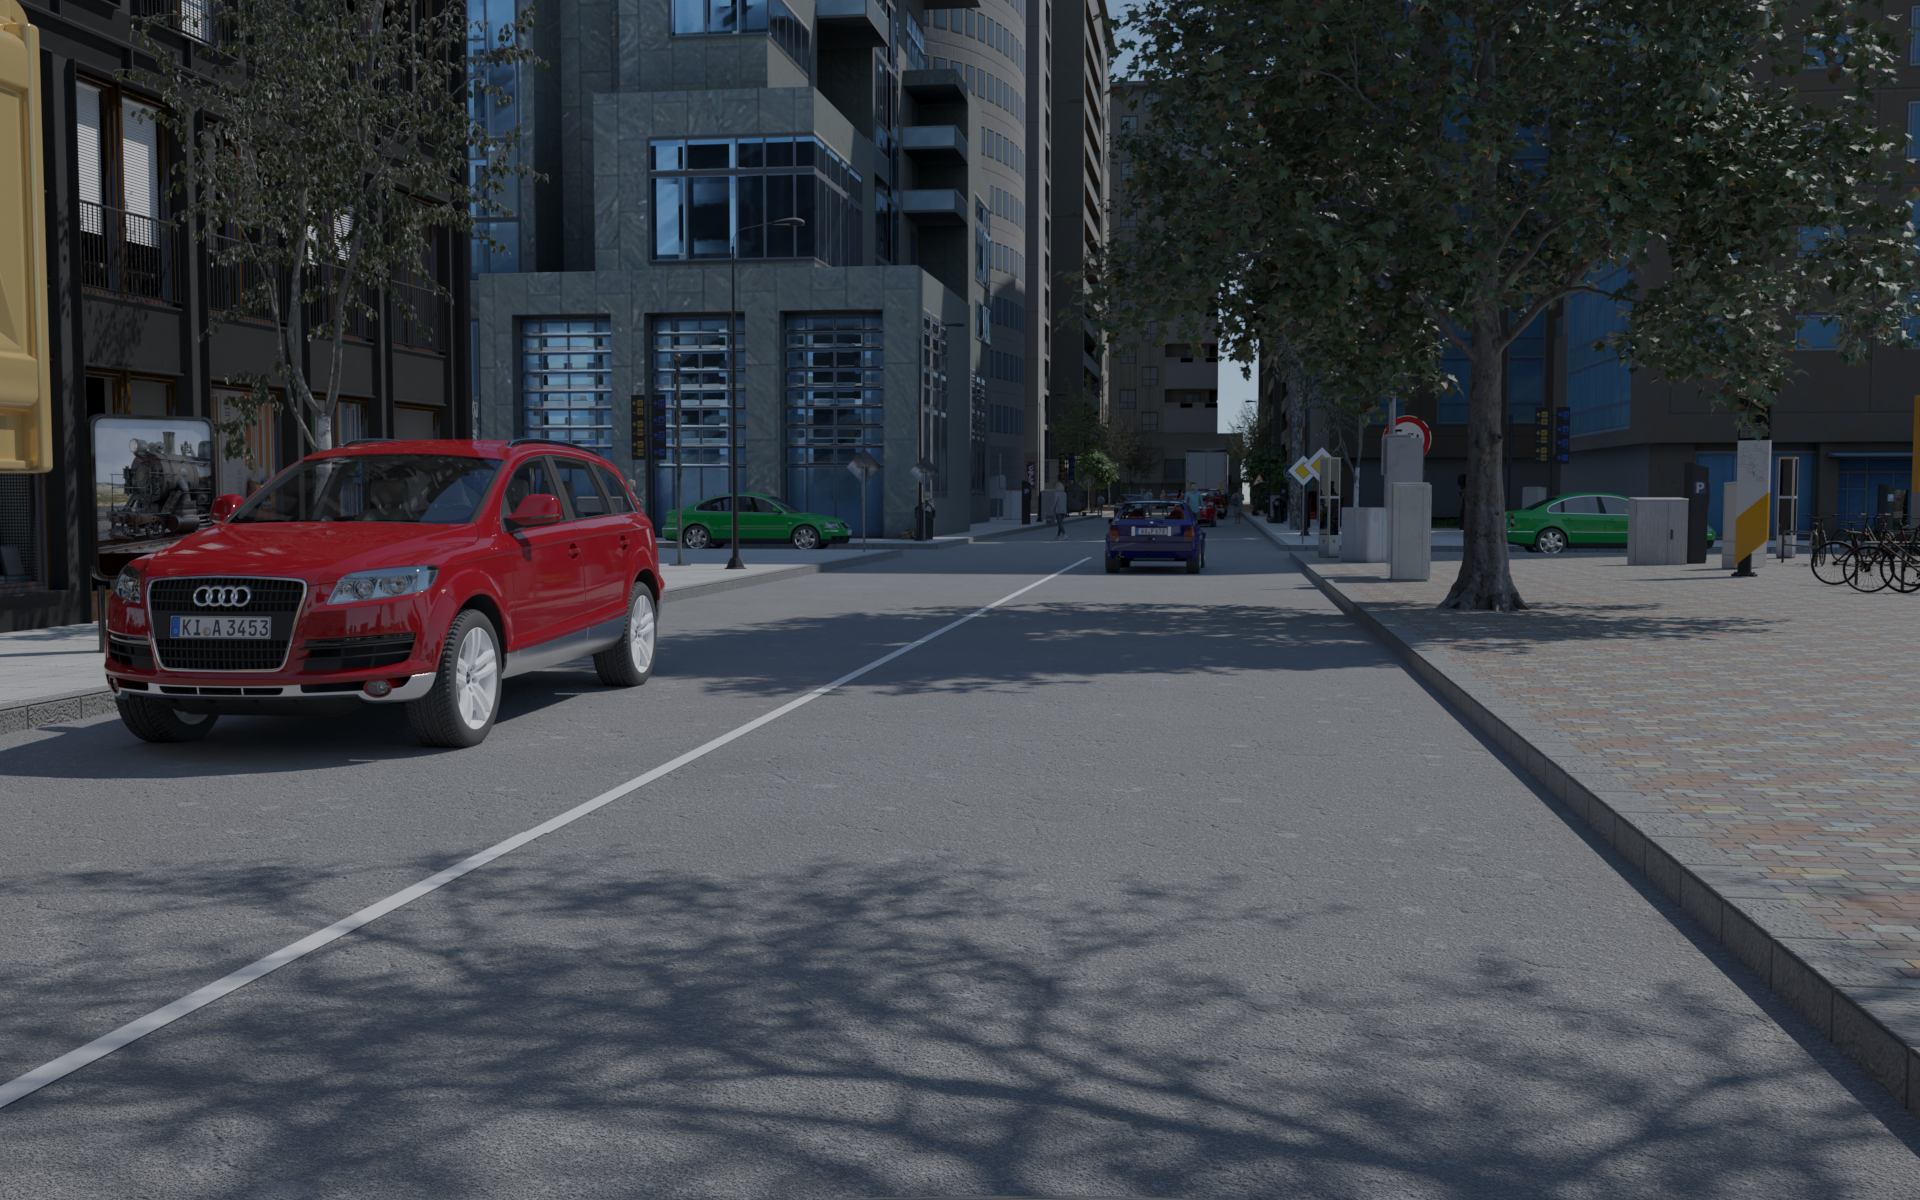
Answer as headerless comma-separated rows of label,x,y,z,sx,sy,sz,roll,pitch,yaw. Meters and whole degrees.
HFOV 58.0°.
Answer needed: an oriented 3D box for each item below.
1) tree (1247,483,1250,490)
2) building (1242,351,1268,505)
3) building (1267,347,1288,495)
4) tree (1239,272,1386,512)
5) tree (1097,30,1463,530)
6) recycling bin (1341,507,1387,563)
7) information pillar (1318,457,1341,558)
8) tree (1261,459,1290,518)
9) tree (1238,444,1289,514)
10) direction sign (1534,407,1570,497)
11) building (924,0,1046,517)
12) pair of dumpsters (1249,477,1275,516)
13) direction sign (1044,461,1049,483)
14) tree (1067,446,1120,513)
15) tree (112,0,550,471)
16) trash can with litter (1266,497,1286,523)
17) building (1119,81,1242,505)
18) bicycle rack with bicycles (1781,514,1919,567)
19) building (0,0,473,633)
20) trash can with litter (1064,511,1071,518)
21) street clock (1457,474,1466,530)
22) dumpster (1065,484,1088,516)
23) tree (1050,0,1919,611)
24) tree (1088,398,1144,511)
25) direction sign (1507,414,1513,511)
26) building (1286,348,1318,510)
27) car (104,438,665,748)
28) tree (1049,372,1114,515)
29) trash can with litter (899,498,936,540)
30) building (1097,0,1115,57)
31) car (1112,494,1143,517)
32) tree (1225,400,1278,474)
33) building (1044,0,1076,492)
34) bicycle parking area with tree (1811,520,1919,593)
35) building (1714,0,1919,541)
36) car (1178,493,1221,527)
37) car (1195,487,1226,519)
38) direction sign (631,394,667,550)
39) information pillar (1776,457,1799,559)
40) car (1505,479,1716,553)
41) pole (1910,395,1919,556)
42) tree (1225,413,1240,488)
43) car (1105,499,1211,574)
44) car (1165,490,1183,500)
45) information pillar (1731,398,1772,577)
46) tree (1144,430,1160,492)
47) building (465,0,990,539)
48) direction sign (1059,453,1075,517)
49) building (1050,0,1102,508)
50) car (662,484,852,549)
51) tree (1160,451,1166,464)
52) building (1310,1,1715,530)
tree,26.668,-9.778,154.472,1.663,3.219,1.824,0,3,0
building,49.394,-34.126,212.576,28.867,44.769,22.147,1,4,8
building,42.868,-33.906,178.063,21.300,48.544,21.600,1,4,8
tree,10.765,-5.962,47.849,4.360,8.622,3.978,0,3,0
tree,10.980,-12.496,60.204,12.611,20.169,13.585,0,3,0
recycling bin,7.685,-1.229,32.642,0.722,1.027,0.722,-2,4,-34
information pillar,7.410,-1.850,34.742,0.304,2.012,0.304,-2,4,-30
tree,17.568,-6.139,94.970,1.663,3.219,1.824,0,3,0
tree,19.591,-7.766,110.694,4.285,4.588,4.351,0,3,0
direction sign,15.415,-3.251,45.147,0.876,3.537,0.379,0,4,8
building,-6.805,-34.236,101.764,21.231,58.520,28.212,1,4,8
pair of dumpsters,17.950,-6.115,102.478,1.574,2.255,4.437,1,4,9
direction sign,5.714,-7.732,118.412,0.876,3.537,0.379,-2,4,-33
tree,9.143,-8.378,120.693,4.285,4.588,4.351,0,3,0
tree,-6.179,-4.069,16.891,4.360,8.622,3.978,0,3,0
trash can with litter,13.791,-3.941,75.828,0.624,1.170,1.055,-2,4,-26
building,22.151,-38.623,220.719,27.495,52.752,28.713,1,4,8
bicycle rack with bicycles,16.228,-1.101,31.381,2.852,0.926,2.925,1,4,9
building,-14.468,-11.530,18.198,12.332,23.373,15.834,1,4,8
trash can with litter,4.954,-4.723,88.604,1.055,1.170,0.624,3,4,37
street clock,17.967,-3.499,61.786,0.471,2.002,0.358,-3,4,-39
dumpster,6.664,-5.764,99.992,1.264,1.857,1.865,1,4,9
tree,5.782,-6.247,19.147,9.611,12.733,9.660,0,3,0
tree,11.515,-11.147,132.613,4.360,8.622,3.978,0,3,0
direction sign,15.769,-3.531,49.726,0.379,3.537,0.876,1,4,10
building,39.451,-17.535,131.739,27.650,21.520,28.899,1,4,8
car,-3.535,-0.177,11.567,2.281,1.827,5.304,0,4,7
tree,7.204,-9.400,104.058,4.737,8.622,4.395,0,3,0
trash can with litter,-1.217,-2.276,48.592,1.055,1.170,0.624,1,4,20
building,1.752,-36.192,180.983,27.495,52.752,28.713,1,4,8
car,9.966,-5.604,101.405,2.009,1.686,4.222,1,4,9
tree,22.736,-11.234,134.045,4.737,8.622,4.395,0,3,0
building,-1.497,-42.397,131.442,20.563,71.187,20.611,1,4,8
bicycle parking area with tree,15.160,-2.033,20.234,9.016,4.147,8.231,1,4,23
building,26.919,-24.596,52.261,14.200,45.320,14.600,1,4,8
car,10.386,-4.116,76.333,2.155,1.783,4.494,1,4,10
car,14.201,-5.572,99.772,2.281,1.827,5.304,0,4,7
direction sign,-7.087,-2.905,39.489,0.876,3.537,0.379,1,4,18
information pillar,16.487,-1.837,34.520,0.304,2.012,0.304,3,5,39
car,14.828,-1.895,39.788,4.718,1.807,1.959,0,4,8
pole,19.800,-2.569,35.846,0.158,3.312,0.155,0,3,0
tree,21.738,-10.826,127.360,4.360,8.622,3.978,0,3,0
car,3.716,-1.223,32.573,1.945,1.354,3.894,1,4,10
car,21.366,-10.003,172.228,2.281,1.827,5.304,0,4,7
information pillar,12.269,-2.167,26.792,0.504,3.616,0.183,3,5,43
tree,16.872,-13.428,169.915,4.360,8.622,3.978,0,3,0
building,-9.956,-45.918,63.429,22.319,86.520,31.000,1,4,8
direction sign,5.877,-6.330,95.489,0.876,3.537,0.379,0,4,-7
building,1.090,-32.376,153.046,21.300,48.544,21.600,1,4,8
car,-5.085,-2.126,43.563,4.718,1.807,1.959,0,4,7
tree,20.626,-14.914,194.213,4.360,8.622,3.978,0,3,0
building,22.241,-25.820,72.275,14.600,45.320,14.200,1,4,8
